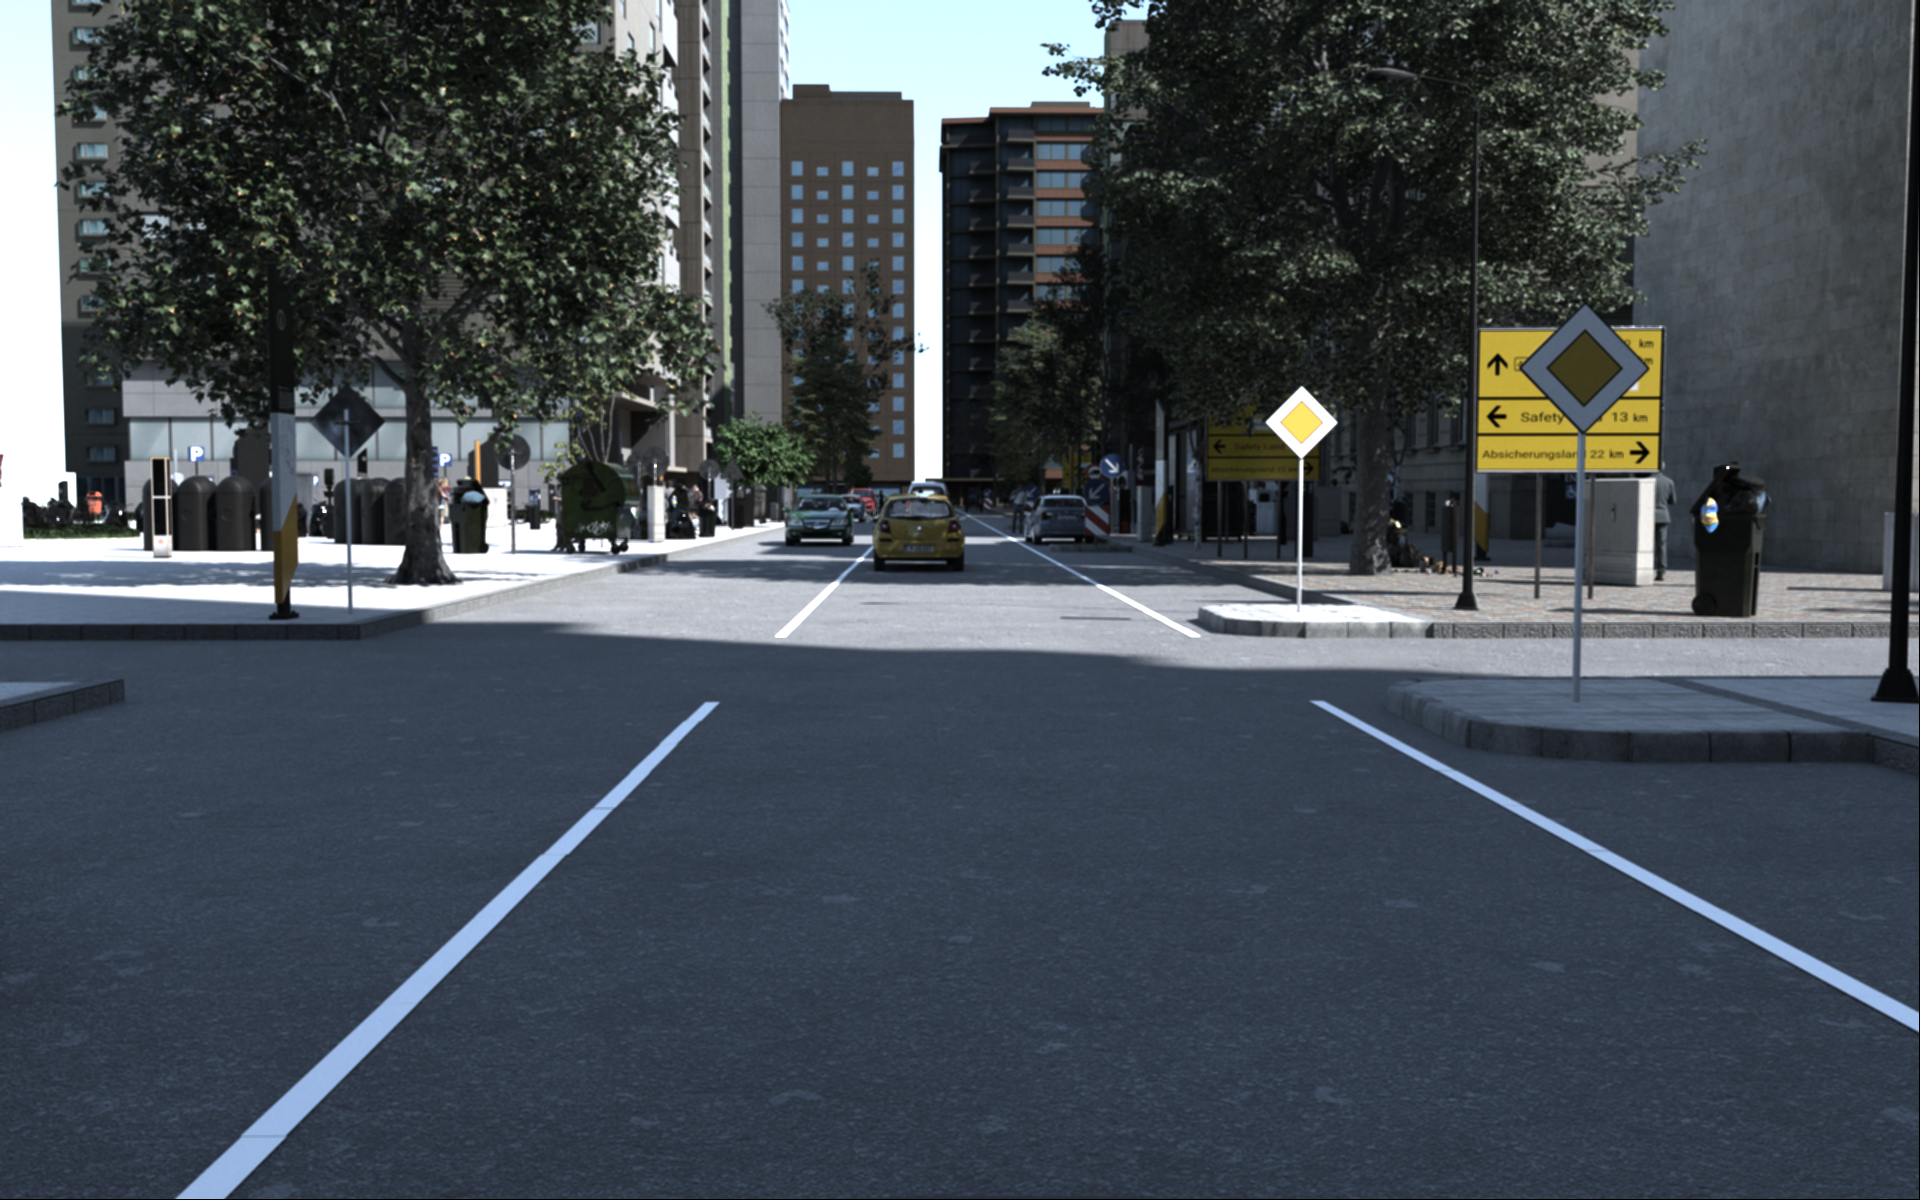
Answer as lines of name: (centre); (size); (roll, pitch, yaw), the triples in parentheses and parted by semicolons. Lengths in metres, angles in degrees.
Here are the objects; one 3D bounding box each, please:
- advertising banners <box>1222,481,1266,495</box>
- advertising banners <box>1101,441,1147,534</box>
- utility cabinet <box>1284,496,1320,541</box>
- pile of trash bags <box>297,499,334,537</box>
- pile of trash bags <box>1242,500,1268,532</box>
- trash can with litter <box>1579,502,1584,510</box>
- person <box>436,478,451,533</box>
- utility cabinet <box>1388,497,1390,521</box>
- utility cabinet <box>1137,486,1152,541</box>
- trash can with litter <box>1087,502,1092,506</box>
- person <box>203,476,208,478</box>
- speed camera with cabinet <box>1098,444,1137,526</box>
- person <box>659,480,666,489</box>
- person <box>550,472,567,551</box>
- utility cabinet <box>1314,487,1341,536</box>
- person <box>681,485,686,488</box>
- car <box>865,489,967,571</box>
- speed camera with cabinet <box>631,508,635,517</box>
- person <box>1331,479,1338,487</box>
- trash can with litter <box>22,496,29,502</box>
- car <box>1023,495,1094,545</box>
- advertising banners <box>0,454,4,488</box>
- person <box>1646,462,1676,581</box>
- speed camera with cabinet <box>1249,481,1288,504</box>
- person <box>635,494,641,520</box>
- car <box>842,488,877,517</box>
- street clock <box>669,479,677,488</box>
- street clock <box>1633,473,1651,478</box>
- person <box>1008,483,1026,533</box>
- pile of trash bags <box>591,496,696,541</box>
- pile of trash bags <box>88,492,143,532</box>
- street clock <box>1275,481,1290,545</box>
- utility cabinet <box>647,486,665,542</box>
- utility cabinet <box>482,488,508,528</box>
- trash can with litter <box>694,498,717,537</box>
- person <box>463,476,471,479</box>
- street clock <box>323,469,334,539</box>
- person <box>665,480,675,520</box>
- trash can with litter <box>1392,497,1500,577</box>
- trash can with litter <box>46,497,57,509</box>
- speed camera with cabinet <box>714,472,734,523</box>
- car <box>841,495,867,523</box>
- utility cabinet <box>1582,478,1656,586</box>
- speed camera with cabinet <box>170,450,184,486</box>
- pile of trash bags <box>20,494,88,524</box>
advertising banners: (11.413, -4.470, 69.268); (2.074, 3.025, 0.090); (0, 4, 8)
advertising banners: (5.346, -3.681, 56.372); (2.074, 3.025, 0.090); (-3, 5, -40)
utility cabinet: (9.443, -2.257, 48.068); (1.020, 1.237, 0.306); (2, 4, 26)
pile of trash bags: (-20.186, -2.565, 51.688); (3.447, 1.369, 1.912); (-1, 4, -23)
pile of trash bags: (8.831, -2.988, 58.614); (3.447, 1.369, 1.912); (0, 4, -3)
trash can with litter: (30.720, -4.569, 86.090); (0.624, 1.170, 1.055); (-3, 5, -43)
person: (-17.097, -3.134, 57.260); (0.580, 1.828, 0.573); (1, 4, 10)
utility cabinet: (9.805, -1.813, 40.798); (0.306, 1.237, 1.020); (0, 4, -6)
utility cabinet: (4.993, -2.329, 46.753); (0.318, 1.500, 1.173); (0, 4, 0)
trash can with litter: (6.233, -4.470, 84.470); (1.055, 1.170, 0.624); (1, 4, 18)
person: (-19.675, -2.340, 44.871); (0.480, 1.755, 0.524); (2, 4, 23)
speed camera with cabinet: (6.272, -4.576, 69.149); (0.660, 3.252, 2.038); (-2, 4, -31)
person: (-10.986, -3.501, 63.551); (0.793, 1.790, 0.793); (3, 4, 36)
person: (-9.026, -2.000, 39.089); (0.374, 1.781, 0.599); (-2, 4, -25)
utility cabinet: (10.914, -2.672, 52.370); (1.173, 1.500, 0.318); (-1, 4, -16)
person: (-13.674, -4.774, 84.942); (0.643, 1.720, 0.563); (-1, 4, -10)
car: (-0.840, -1.429, 33.594); (2.015, 1.641, 3.980); (0, 4, -3)
speed camera with cabinet: (-13.227, -4.311, 64.822); (2.038, 3.252, 0.660); (0, 4, 5)
person: (11.395, -2.845, 53.127); (0.524, 1.755, 0.480); (3, 5, 39)
trash can with litter: (-44.310, -4.319, 81.666); (1.678, 1.210, 2.233); (-1, 4, -8)
car: (2.880, -2.347, 50.374); (2.014, 1.417, 4.499); (0, 4, -2)
advertising banners: (-42.113, -4.779, 74.324); (2.074, 3.025, 0.090); (-3, 5, -42)
person: (10.307, -1.200, 25.845); (0.661, 1.801, 0.590); (-1, 4, -9)
speed camera with cabinet: (11.163, -4.204, 63.076); (0.660, 3.252, 2.038); (3, 5, 43)
person: (-13.262, -3.715, 71.031); (0.590, 1.304, 0.306); (-3, 4, -37)
car: (-6.397, -6.250, 110.861); (2.281, 1.827, 5.304); (0, 4, 0)
street clock: (-13.677, -4.754, 82.298); (0.471, 2.002, 0.358); (2, 4, 32)
street clock: (12.928, -1.718, 32.666); (0.471, 2.002, 0.358); (2, 4, 34)
person: (2.105, -3.363, 63.593); (0.679, 1.850, 0.850); (-1, 4, -14)
pile of trash bags: (-9.195, -2.367, 48.456); (1.912, 1.369, 3.447); (3, 5, 44)
pile of trash bags: (-27.098, -2.964, 58.208); (3.447, 1.369, 1.912); (-1, 4, -16)
street clock: (8.138, -2.396, 43.752); (0.471, 2.002, 0.358); (-1, 4, -10)
utility cabinet: (-8.036, -2.275, 45.880); (0.318, 1.500, 1.173); (-1, 4, -18)
utility cabinet: (-17.459, -3.418, 64.565); (0.318, 1.500, 1.173); (3, 5, 43)
trash can with litter: (-7.738, -2.442, 51.308); (1.055, 1.170, 0.624); (0, 4, 4)
person: (-14.302, -2.691, 50.231); (0.537, 1.800, 0.526); (1, 4, 22)
street clock: (-17.963, -2.740, 49.368); (0.358, 2.002, 0.471); (-1, 4, -15)
person: (-10.321, -3.415, 62.242); (0.716, 1.782, 0.532); (-1, 4, -13)
trash can with litter: (7.867, -1.021, 27.758); (1.678, 1.210, 2.233); (0, 4, -1)
trash can with litter: (-38.151, -3.799, 73.502); (1.055, 1.170, 0.624); (-3, 4, -37)
speed camera with cabinet: (-10.066, -4.863, 73.841); (0.660, 3.252, 2.038); (0, 4, 1)
car: (-5.741, -4.692, 88.718); (2.014, 1.417, 4.499); (0, 4, -1)
utility cabinet: (9.262, -0.964, 24.443); (0.318, 1.500, 1.173); (-1, 4, -19)
speed camera with cabinet: (-34.794, -5.109, 77.872); (0.660, 3.252, 2.038); (2, 4, 26)
pile of trash bags: (-36.378, -3.690, 70.085); (3.447, 1.369, 1.912); (0, 4, 2)
